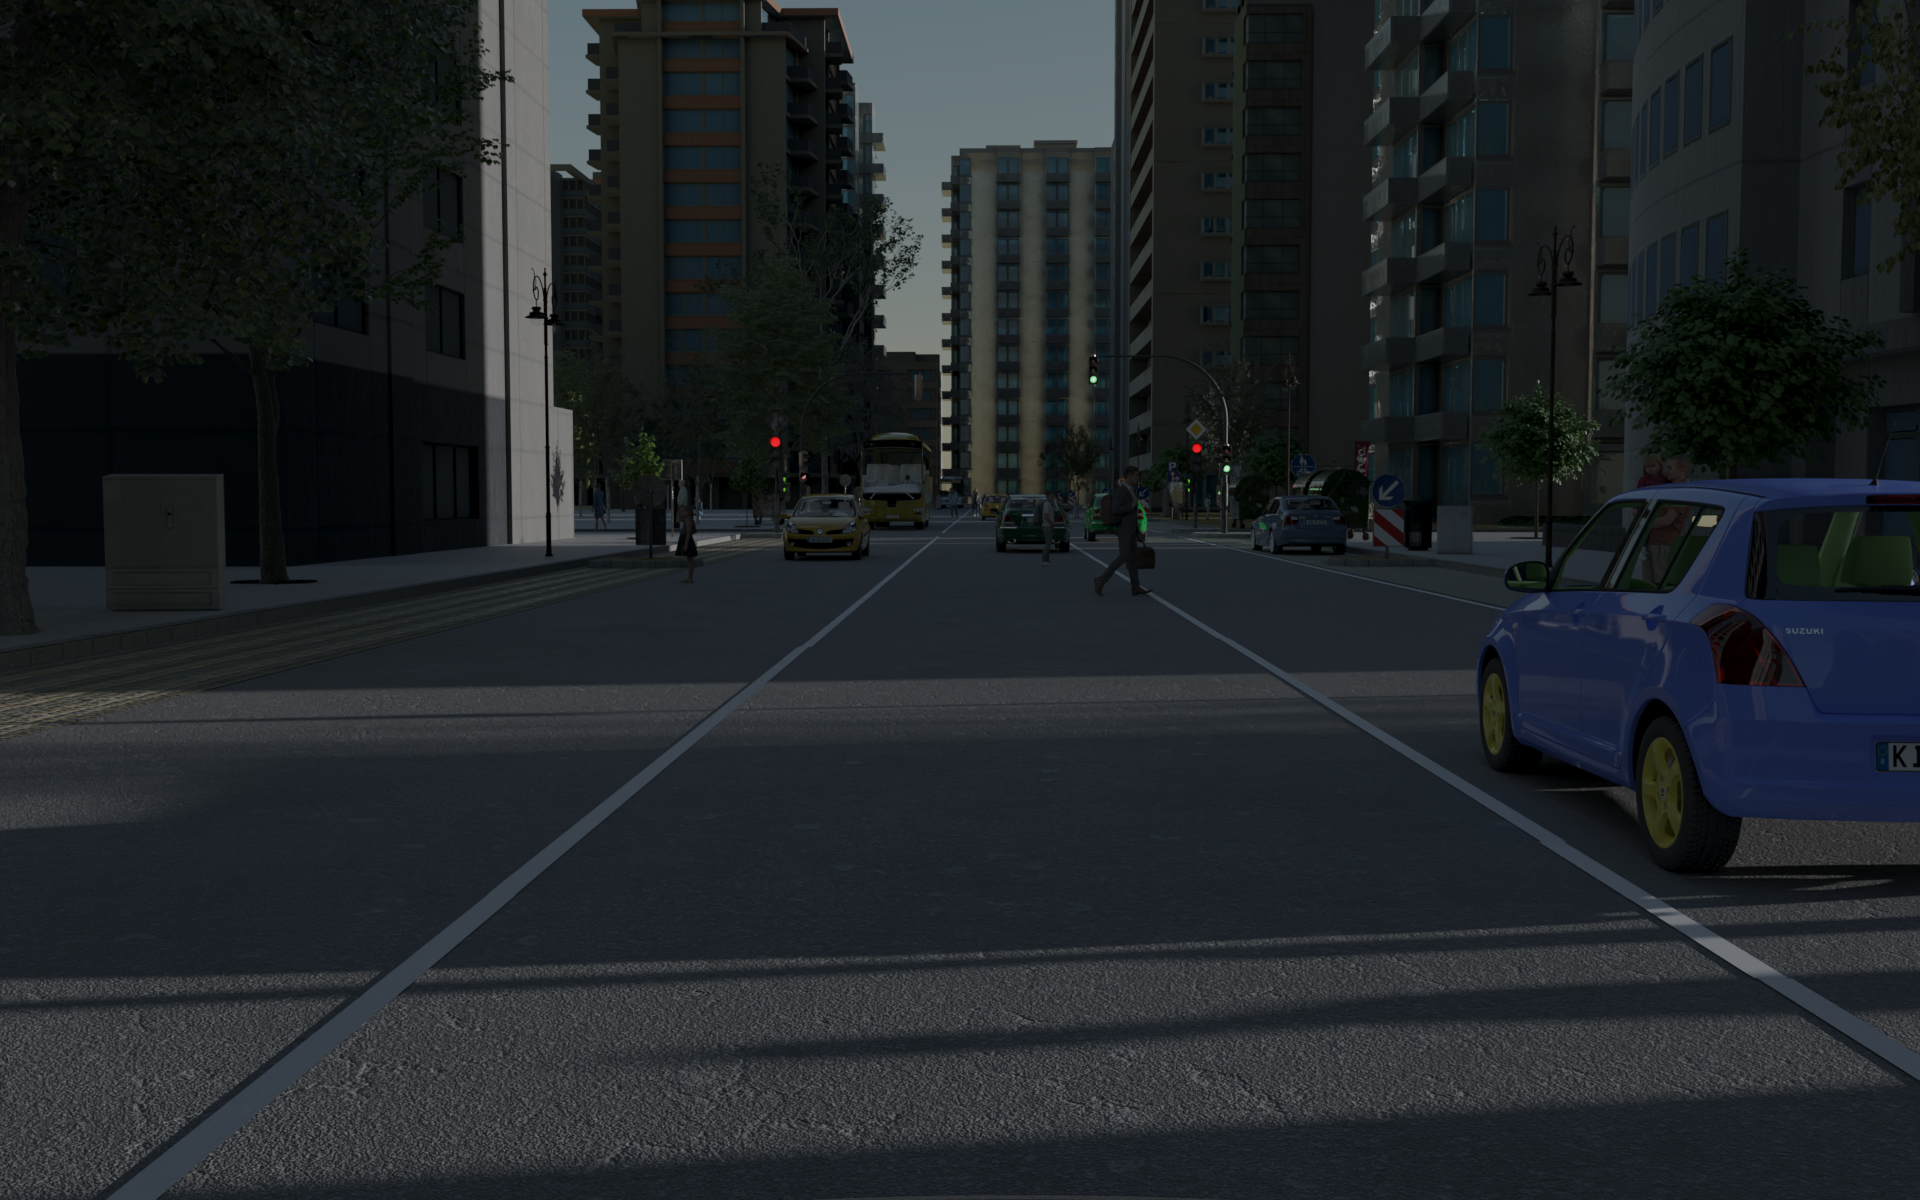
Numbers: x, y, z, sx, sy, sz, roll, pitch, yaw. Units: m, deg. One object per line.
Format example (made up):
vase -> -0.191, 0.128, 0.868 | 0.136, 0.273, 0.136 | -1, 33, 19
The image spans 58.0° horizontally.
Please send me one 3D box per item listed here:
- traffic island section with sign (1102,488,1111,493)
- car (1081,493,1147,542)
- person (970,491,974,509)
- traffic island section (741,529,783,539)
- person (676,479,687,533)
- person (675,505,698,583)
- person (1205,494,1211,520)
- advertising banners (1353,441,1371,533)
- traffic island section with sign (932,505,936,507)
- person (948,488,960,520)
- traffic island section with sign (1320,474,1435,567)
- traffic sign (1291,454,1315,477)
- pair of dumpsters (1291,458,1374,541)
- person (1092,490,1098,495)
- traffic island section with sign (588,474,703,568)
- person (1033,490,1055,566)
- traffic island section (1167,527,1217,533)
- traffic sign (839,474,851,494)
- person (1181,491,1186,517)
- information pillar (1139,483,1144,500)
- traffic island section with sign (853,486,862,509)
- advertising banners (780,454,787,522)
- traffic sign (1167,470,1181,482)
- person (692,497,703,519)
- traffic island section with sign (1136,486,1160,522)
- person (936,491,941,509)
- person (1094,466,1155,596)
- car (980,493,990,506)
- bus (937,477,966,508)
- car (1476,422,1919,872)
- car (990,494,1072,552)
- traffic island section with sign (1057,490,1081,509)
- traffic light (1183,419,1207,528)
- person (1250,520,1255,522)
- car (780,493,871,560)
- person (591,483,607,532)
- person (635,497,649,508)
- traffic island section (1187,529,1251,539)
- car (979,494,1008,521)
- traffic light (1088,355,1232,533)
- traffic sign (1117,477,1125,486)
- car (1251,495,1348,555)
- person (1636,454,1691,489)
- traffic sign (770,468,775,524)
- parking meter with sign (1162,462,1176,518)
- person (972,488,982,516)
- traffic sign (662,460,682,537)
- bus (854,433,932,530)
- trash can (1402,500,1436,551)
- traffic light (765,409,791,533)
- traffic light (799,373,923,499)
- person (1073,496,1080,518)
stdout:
traffic island section with sign -> 9.728, -6.617, 116.809 | 1.989, 1.847, 2.006 | 0, 4, 1
car -> 4.770, -2.744, 53.668 | 1.959, 1.807, 4.718 | 0, 4, 2
person -> 1.135, -9.379, 162.652 | 0.742, 1.727, 0.445 | 3, 5, 40
traffic island section -> -6.050, -2.128, 57.077 | 2.009, 0.180, 2.903 | 0, 4, 1
person -> -9.139, -3.109, 57.359 | 0.515, 1.767, 0.782 | -1, 4, -9
person -> -4.403, -0.898, 27.848 | 0.373, 1.253, 0.362 | -1, 4, -11
person -> 12.303, -4.619, 85.845 | 0.394, 1.301, 0.425 | -3, 5, -44
advertising banners -> 12.487, -3.729, 57.155 | 2.074, 3.025, 0.090 | 0, 4, 3
traffic island section with sign -> -3.347, -11.374, 194.600 | 1.989, 1.847, 2.006 | 0, 4, 1
person -> -0.338, -5.371, 96.577 | 0.793, 1.790, 0.793 | -3, 5, -42
traffic island section with sign -> 8.315, -1.599, 34.778 | 1.989, 1.847, 2.006 | 0, 4, 1
traffic sign -> 10.868, -3.352, 54.917 | 0.768, 2.556, 0.104 | 0, 4, 6
pair of dumpsters -> 10.656, -2.879, 49.567 | 1.574, 2.255, 4.437 | 0, 4, 1
person -> 13.073, -9.773, 166.627 | 0.742, 1.727, 0.445 | -1, 4, -15
traffic island section with sign -> -6.125, -1.556, 34.073 | 1.989, 1.847, 2.006 | 0, 4, 1
person -> 1.746, -1.434, 34.541 | 0.523, 1.515, 0.503 | -2, 4, -33
traffic island section -> 8.827, -2.601, 64.803 | 2.009, 0.180, 2.903 | 0, 4, 1
traffic sign -> -7.406, -6.826, 111.710 | 0.768, 2.556, 0.104 | 1, 4, 8
person -> 12.198, -5.511, 96.329 | 0.709, 1.800, 0.728 | 1, 4, 9
information pillar -> 12.128, -6.810, 115.830 | 0.304, 2.012, 0.304 | 1, 4, 18
traffic island section with sign -> -5.162, -4.956, 89.655 | 1.989, 1.847, 2.006 | 0, 4, 1
advertising banners -> -7.827, -4.914, 76.531 | 0.090, 3.025, 2.074 | -1, 4, -15
traffic sign -> 11.241, -5.564, 91.072 | 0.768, 2.556, 0.104 | 0, 4, 7
person -> -13.325, -4.672, 87.926 | 1.012, 1.151, 0.738 | 3, 5, 40
traffic island section with sign -> 9.261, -4.940, 89.398 | 1.989, 1.847, 2.006 | 0, 4, 1
person -> -1.967, -9.336, 161.806 | 0.621, 1.740, 0.551 | -1, 4, -8
person -> 2.323, -0.976, 24.427 | 0.822, 1.834, 0.622 | 1, 4, 14
car -> 3.279, -11.514, 197.848 | 1.945, 1.707, 3.694 | 0, 4, 0
bus -> -0.864, -11.237, 178.582 | 2.948, 3.499, 13.247 | 0, 3, 0
car -> 3.544, 0.108, 7.826 | 1.945, 1.707, 3.694 | 0, 4, 2
car -> 1.818, -1.973, 44.057 | 2.131, 1.459, 4.920 | 0, 4, 1
traffic island section with sign -> 10.588, -9.683, 166.952 | 1.989, 1.847, 2.006 | 0, 4, 1
traffic light -> 8.787, -4.634, 64.690 | 0.839, 4.253, 0.868 | 0, 4, 1
person -> 13.246, -4.410, 78.491 | 0.374, 1.781, 0.599 | 1, 4, 17
car -> -2.967, -1.752, 38.871 | 2.015, 1.641, 3.980 | 0, 4, 1
person -> -12.708, -3.211, 61.028 | 0.581, 1.822, 0.654 | -3, 5, -43
person -> -14.608, -4.478, 79.446 | 0.709, 1.800, 0.728 | -2, 4, -30
traffic island section -> 8.689, -2.112, 56.819 | 2.009, 0.180, 2.903 | 0, 4, 1
car -> 2.019, -5.147, 94.373 | 2.015, 1.641, 3.980 | 0, 4, 1
traffic light -> 6.556, -5.011, 56.601 | 4.771, 5.953, 1.251 | 0, 4, 1
traffic sign -> 11.941, -7.812, 127.834 | 0.768, 2.556, 0.104 | 0, 4, 5
car -> 8.218, -1.841, 42.100 | 2.014, 1.417, 4.499 | 0, 4, 0
person -> 6.907, -0.523, 17.030 | 0.580, 1.828, 0.573 | 2, 4, 32
traffic sign -> -8.045, -4.585, 74.968 | 0.884, 2.594, 0.081 | 0, 4, 7
parking meter with sign -> 11.272, -5.952, 93.574 | 0.543, 3.016, 1.738 | 0, 4, -6
person -> 1.118, -6.369, 112.812 | 0.709, 1.800, 0.728 | 1, 4, 11
traffic sign -> -8.547, -3.016, 51.434 | 0.606, 2.300, 0.079 | 1, 4, 10
bus -> -2.594, -4.997, 73.241 | 2.896, 3.916, 12.252 | 0, 4, 1
trash can -> 10.407, -1.692, 39.315 | 0.748, 1.137, 0.748 | 0, 3, 0
traffic light -> -6.010, -4.160, 56.942 | 0.839, 4.253, 0.868 | 0, 4, 1
traffic light -> -3.779, -5.520, 64.925 | 4.771, 5.953, 1.251 | 0, 4, 1
person -> 6.979, -5.542, 103.386 | 0.394, 1.301, 0.425 | 2, 4, 33
